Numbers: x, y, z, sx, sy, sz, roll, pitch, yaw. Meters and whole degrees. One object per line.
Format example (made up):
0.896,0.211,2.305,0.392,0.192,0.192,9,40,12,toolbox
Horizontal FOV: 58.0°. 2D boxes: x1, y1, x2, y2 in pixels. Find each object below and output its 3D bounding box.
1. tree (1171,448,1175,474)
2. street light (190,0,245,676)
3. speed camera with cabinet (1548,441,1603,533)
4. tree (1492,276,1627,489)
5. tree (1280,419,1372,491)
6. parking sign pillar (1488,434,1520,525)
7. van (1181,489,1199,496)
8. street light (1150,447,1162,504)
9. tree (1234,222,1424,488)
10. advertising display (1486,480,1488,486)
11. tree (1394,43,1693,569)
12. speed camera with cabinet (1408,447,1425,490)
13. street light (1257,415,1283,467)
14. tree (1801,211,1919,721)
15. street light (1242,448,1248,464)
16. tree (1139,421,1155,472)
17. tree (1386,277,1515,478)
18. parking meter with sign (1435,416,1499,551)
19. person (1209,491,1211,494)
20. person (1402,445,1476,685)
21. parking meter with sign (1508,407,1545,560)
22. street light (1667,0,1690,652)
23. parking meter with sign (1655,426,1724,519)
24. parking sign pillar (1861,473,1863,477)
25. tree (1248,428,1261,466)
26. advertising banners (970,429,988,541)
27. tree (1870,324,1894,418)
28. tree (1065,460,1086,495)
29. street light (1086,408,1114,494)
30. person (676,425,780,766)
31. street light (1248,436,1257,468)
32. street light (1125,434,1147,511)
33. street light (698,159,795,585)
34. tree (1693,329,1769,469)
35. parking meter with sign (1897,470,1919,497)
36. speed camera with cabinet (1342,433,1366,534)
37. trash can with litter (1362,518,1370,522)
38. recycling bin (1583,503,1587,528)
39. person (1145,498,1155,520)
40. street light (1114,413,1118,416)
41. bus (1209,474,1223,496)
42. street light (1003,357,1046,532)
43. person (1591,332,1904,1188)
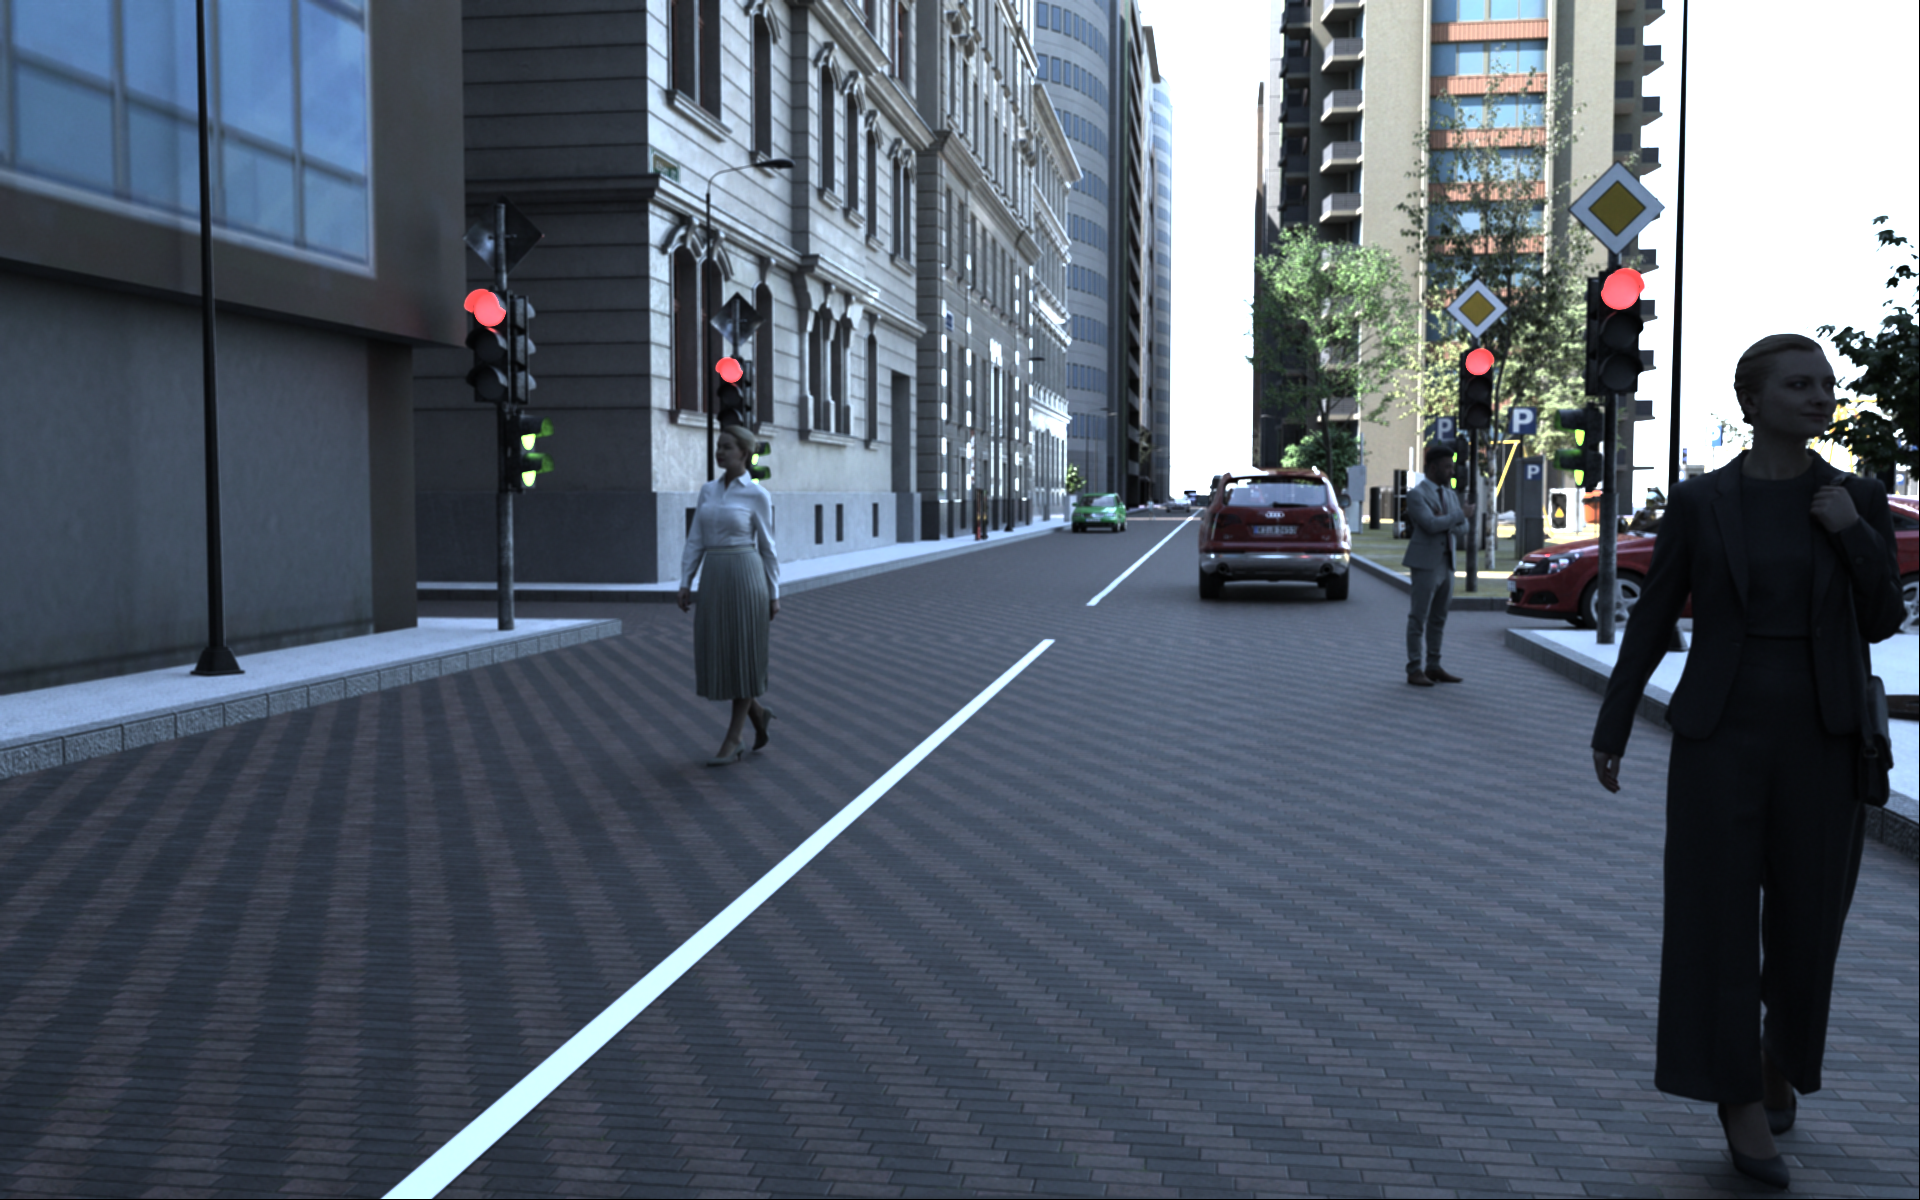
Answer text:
30.214,-18.754,256.981,4.360,8.622,3.978,0,3,0,tree
-4.765,-2.419,12.098,1.470,5.913,1.316,1,4,8,street light
20.428,-3.839,57.108,0.660,3.252,2.038,-2,4,-32,speed camera with cabinet
31.219,-10.567,90.894,7.486,12.596,7.792,0,3,0,tree
16.217,-5.613,75.491,4.285,4.588,4.351,0,3,0,tree
22.696,-5.127,72.303,1.447,3.967,1.447,-2,4,-24,parking sign pillar
27.670,-12.467,208.222,2.240,2.365,5.245,0,4,7,van
18.792,-12.074,169.947,1.470,5.913,1.316,1,4,8,street light
14.218,-8.639,67.010,9.928,11.665,9.643,0,3,0,tree
23.836,-4.409,77.305,0.974,1.923,0.123,-2,4,-33,advertising display
9.291,-4.835,29.410,4.360,8.622,3.978,0,3,0,tree
19.541,-4.801,72.830,0.660,3.252,2.038,-1,4,-21,speed camera with cabinet
18.460,-7.934,102.258,1.470,5.913,1.316,1,4,8,street light
5.843,-0.952,10.169,1.663,3.219,1.824,0,3,0,tree
30.780,-13.005,185.173,1.470,5.913,1.316,1,4,8,street light
17.331,-13.640,173.374,4.360,8.622,3.978,0,3,0,tree
16.653,-6.571,57.800,4.737,8.622,4.395,0,3,0,tree
11.603,-2.647,39.540,1.738,3.016,0.543,-3,4,-36,parking meter with sign
27.917,-11.323,193.708,0.705,1.814,1.350,2,4,33,person
3.617,-0.266,13.036,0.466,1.800,0.511,3,5,40,person
11.142,-2.304,33.939,0.543,3.016,1.738,0,4,8,parking meter with sign
5.301,-2.545,14.148,1.470,5.913,1.316,1,4,8,street light
18.499,-2.920,44.003,1.738,3.016,0.543,-1,4,-22,parking meter with sign
33.267,-4.549,62.847,1.447,3.967,1.447,-2,4,-33,parking sign pillar
31.882,-14.027,179.702,4.360,8.622,3.978,0,3,0,tree
0.510,-3.144,47.594,0.090,3.025,2.074,1,4,14,advertising banners
38.193,-7.441,72.021,4.360,8.622,3.978,0,3,0,tree
6.438,-6.331,98.107,1.663,3.219,1.824,0,3,0,tree
7.406,-7.400,93.536,1.470,5.913,1.316,1,4,8,street light
-1.197,-0.039,9.362,0.478,1.798,0.641,2,4,33,person
23.776,-10.084,137.411,1.470,5.913,1.316,1,4,8,street light
13.582,-9.915,134.654,1.470,5.913,1.316,1,4,8,street light
-2.978,-3.161,24.220,1.470,5.913,1.316,1,4,8,street light
35.231,-7.802,77.926,4.360,8.622,3.978,0,3,0,tree
29.548,-3.537,54.096,1.738,3.016,0.543,2,4,25,parking meter with sign
12.839,-3.805,56.545,0.660,3.252,2.038,0,4,7,speed camera with cabinet
18.594,-4.198,79.701,1.678,1.210,2.233,2,4,30,trash can with litter
23.055,-3.211,65.059,0.722,1.027,0.722,-2,4,-28,recycling bin
10.481,-5.013,95.484,0.505,1.210,0.382,-1,4,-9,person
8.401,-7.795,99.995,1.470,5.913,1.316,1,4,8,street light
25.215,-10.423,165.272,2.948,3.499,13.247,1,4,8,bus
2.203,-5.281,58.880,1.470,5.913,1.316,1,4,8,street light
1.720,0.315,3.770,0.576,1.772,0.534,0,4,-3,person
